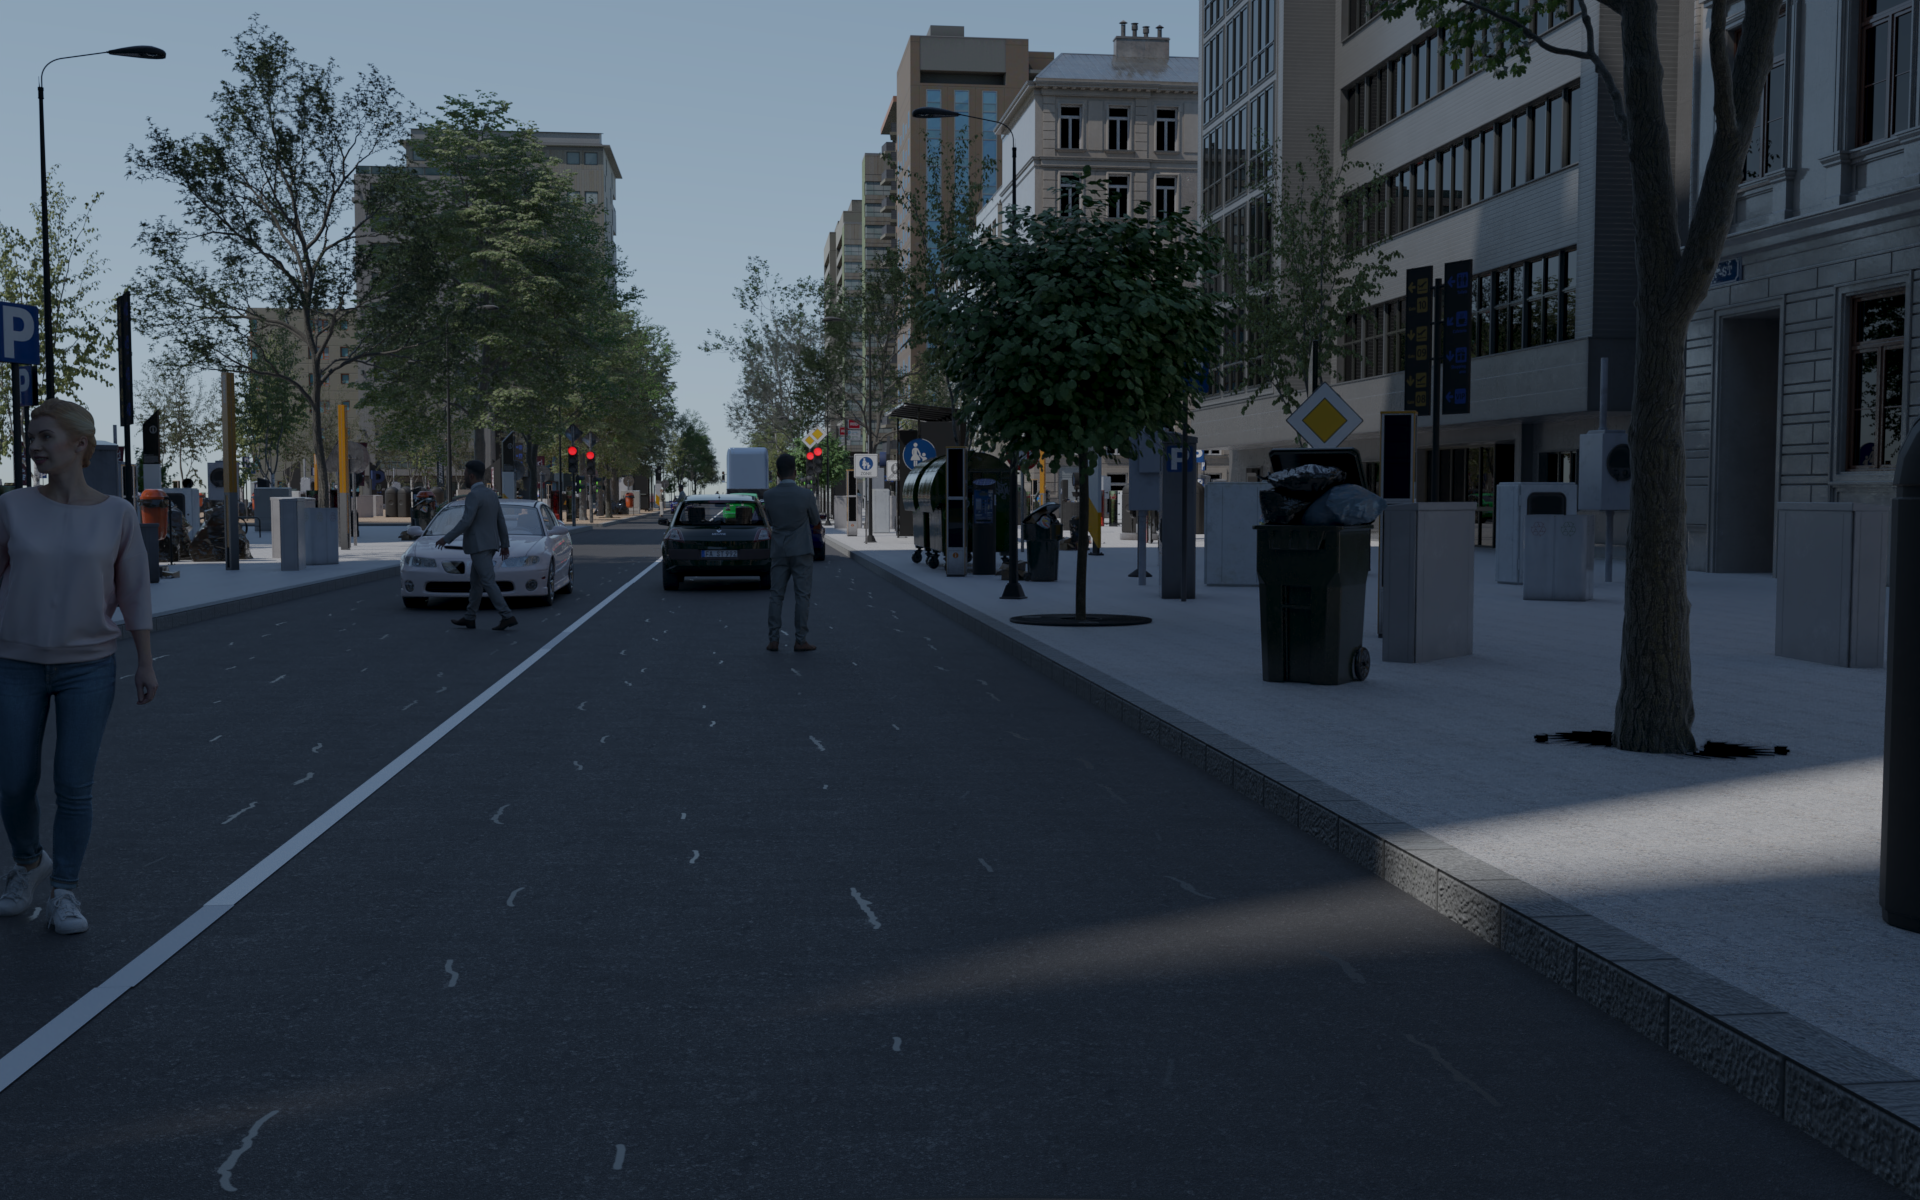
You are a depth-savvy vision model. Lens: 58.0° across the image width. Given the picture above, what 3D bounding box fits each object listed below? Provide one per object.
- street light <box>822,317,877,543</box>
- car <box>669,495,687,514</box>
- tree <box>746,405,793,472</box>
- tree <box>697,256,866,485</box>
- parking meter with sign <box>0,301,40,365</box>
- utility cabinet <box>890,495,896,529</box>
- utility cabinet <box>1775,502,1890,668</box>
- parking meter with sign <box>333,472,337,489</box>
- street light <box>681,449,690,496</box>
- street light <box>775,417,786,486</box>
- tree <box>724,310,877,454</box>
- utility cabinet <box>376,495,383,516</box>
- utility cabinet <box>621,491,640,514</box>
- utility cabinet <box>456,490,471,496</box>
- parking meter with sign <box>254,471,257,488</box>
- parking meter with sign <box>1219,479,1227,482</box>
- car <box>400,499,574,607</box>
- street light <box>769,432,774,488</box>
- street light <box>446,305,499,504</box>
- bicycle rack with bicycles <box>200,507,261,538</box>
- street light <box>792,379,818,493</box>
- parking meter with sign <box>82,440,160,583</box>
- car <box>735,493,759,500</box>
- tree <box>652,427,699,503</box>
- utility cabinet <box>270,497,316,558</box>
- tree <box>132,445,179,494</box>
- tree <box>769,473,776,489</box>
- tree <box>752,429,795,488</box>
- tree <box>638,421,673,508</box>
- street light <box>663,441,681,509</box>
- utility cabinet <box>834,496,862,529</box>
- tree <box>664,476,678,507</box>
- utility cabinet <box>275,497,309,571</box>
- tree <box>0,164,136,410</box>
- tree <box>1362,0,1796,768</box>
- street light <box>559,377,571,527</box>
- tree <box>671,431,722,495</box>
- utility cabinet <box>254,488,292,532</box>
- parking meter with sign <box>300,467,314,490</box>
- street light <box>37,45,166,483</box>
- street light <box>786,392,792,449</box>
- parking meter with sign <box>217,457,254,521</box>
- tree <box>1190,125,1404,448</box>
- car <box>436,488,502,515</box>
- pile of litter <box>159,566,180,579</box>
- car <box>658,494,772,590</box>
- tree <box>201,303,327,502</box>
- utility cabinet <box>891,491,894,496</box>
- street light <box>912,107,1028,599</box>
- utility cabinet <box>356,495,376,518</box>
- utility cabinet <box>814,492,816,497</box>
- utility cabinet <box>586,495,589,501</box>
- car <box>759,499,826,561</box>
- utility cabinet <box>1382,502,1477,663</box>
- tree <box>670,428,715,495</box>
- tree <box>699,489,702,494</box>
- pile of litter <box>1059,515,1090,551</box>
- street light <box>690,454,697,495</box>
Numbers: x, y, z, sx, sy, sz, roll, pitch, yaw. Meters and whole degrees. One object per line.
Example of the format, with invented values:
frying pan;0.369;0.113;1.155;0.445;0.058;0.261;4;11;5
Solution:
street light;-2.905;-4.469;45.605;1.470;5.913;1.316;0;4;-7
car;-20.136;-6.921;125.746;1.945;1.354;3.894;-1;4;-9
tree;-23.483;-18.389;218.793;7.486;12.596;7.792;0;3;0
tree;-14.082;-17.284;138.481;12.611;20.169;13.585;0;3;0
parking meter with sign;-9.450;-1.211;16.057;1.738;3.016;0.543;1;4;11
utility cabinet;-2.693;-3.234;64.034;0.306;1.237;1.020;-3;4;-37
utility cabinet;6.654;-0.127;13.243;0.306;1.237;1.020;0;4;-4
parking meter with sign;-40.921;-7.194;113.881;0.543;3.016;1.738;0;4;-4
street light;-28.643;-12.500;176.919;1.470;5.913;1.316;0;4;-7
street light;-10.163;-8.038;103.963;1.470;5.913;1.316;0;4;-7
tree;-10.527;-12.555;115.638;12.009;13.543;11.850;0;3;0
utility cabinet;-33.734;-5.452;100.303;0.306;1.237;1.020;0;4;3
utility cabinet;-20.846;-6.170;109.555;1.173;1.500;0.318;0;4;2
utility cabinet;-25.188;-4.901;88.810;1.173;1.500;0.318;-2;4;-29
parking meter with sign;-41.264;-6.435;101.466;0.543;3.016;1.738;-3;5;-40
parking meter with sign;13.173;-5.611;88.002;1.738;3.016;0.543;-1;4;-11
car;-6.331;-0.683;23.530;2.083;1.381;4.827;0;4;-8
street light;-13.161;-9.515;128.106;1.470;5.913;1.316;0;4;-7
street light;-12.034;-4.289;42.662;1.470;5.913;1.316;0;4;-7
bicycle rack with bicycles;-21.716;-2.265;50.417;2.925;0.926;2.852;2;4;27
street light;-5.873;-5.946;69.752;1.470;5.913;1.316;0;4;-7
parking meter with sign;-12.216;-1.716;24.321;0.543;3.016;1.738;3;4;38
car;-9.911;-4.316;79.365;1.959;1.807;4.718;0;4;-6
tree;-32.059;-14.700;190.710;4.737;8.622;4.395;0;3;0
utility cabinet;-13.469;-1.460;35.034;0.306;1.237;1.020;1;4;18
tree;-27.618;-3.919;58.685;1.663;3.219;1.824;0;3;0
tree;-6.707;-6.008;81.945;4.285;4.588;4.351;0;3;0
tree;-17.220;-13.036;163.504;4.737;8.622;4.395;0;3;0
tree;-28.555;-12.902;161.307;4.360;8.622;3.978;0;3;0
street light;-25.548;-11.000;152.389;1.470;5.913;1.316;0;4;-7
utility cabinet;-4.165;-3.266;64.559;1.020;1.237;0.306;0;4;3
tree;-28.055;-10.520;166.603;1.663;3.219;1.824;0;3;0
utility cabinet;-11.333;-1.116;29.407;0.306;1.237;1.020;-1;4;-14
tree;-20.946;-5.433;39.200;4.737;8.622;4.395;0;3;0
tree;3.671;-5.058;8.449;9.928;11.665;9.643;0;3;0
street light;-14.993;-5.798;67.341;1.470;5.913;1.316;0;4;-7
tree;-44.297;-22.821;290.122;9.611;12.733;9.660;0;3;0
utility cabinet;-23.206;-3.048;58.513;1.173;1.500;0.318;0;4;-1
parking meter with sign;-42.870;-7.177;113.608;1.738;3.016;0.543;2;4;29
street light;-8.924;-2.783;18.037;1.470;5.913;1.316;0;4;-7
street light;-7.036;-6.503;78.858;1.470;5.913;1.316;0;4;-7
parking meter with sign;-34.396;-5.218;81.570;1.738;3.016;0.543;0;4;5
tree;6.684;-5.108;33.876;4.737;8.622;4.395;0;3;0
car;-20.881;-3.856;72.831;4.222;1.686;2.009;0;4;-7
pile of litter;-12.733;-0.772;26.591;1.719;0.858;1.176;3;5;43
car;-3.771;-1.071;27.301;2.009;1.686;4.222;0;4;-7
tree;-25.798;-6.999;64.791;4.737;8.622;4.395;0;3;0
utility cabinet;-5.716;-7.905;137.930;0.318;1.500;1.173;2;4;34
street light;0.119;-2.965;21.017;1.470;5.913;1.316;0;4;-7
utility cabinet;-32.397;-5.071;94.074;0.306;1.237;1.020;3;4;38
utility cabinet;-10.956;-7.882;137.545;1.173;1.500;0.318;1;4;11
utility cabinet;-31.546;-8.288;146.665;0.306;1.237;1.020;-1;4;-18
car;-3.925;-1.589;38.565;1.945;1.354;3.894;0;4;-7
utility cabinet;3.668;-0.146;13.552;0.306;1.237;1.020;3;5;41
tree;-38.098;-19.001;245.083;7.601;10.594;8.767;0;4;-8
tree;-44.808;-21.337;299.225;4.737;8.622;4.395;0;3;0
pile of litter;2.477;-1.583;39.847;1.176;0.858;1.719;1;4;19
street light;-31.711;-14.000;201.448;1.470;5.913;1.316;0;4;-7
